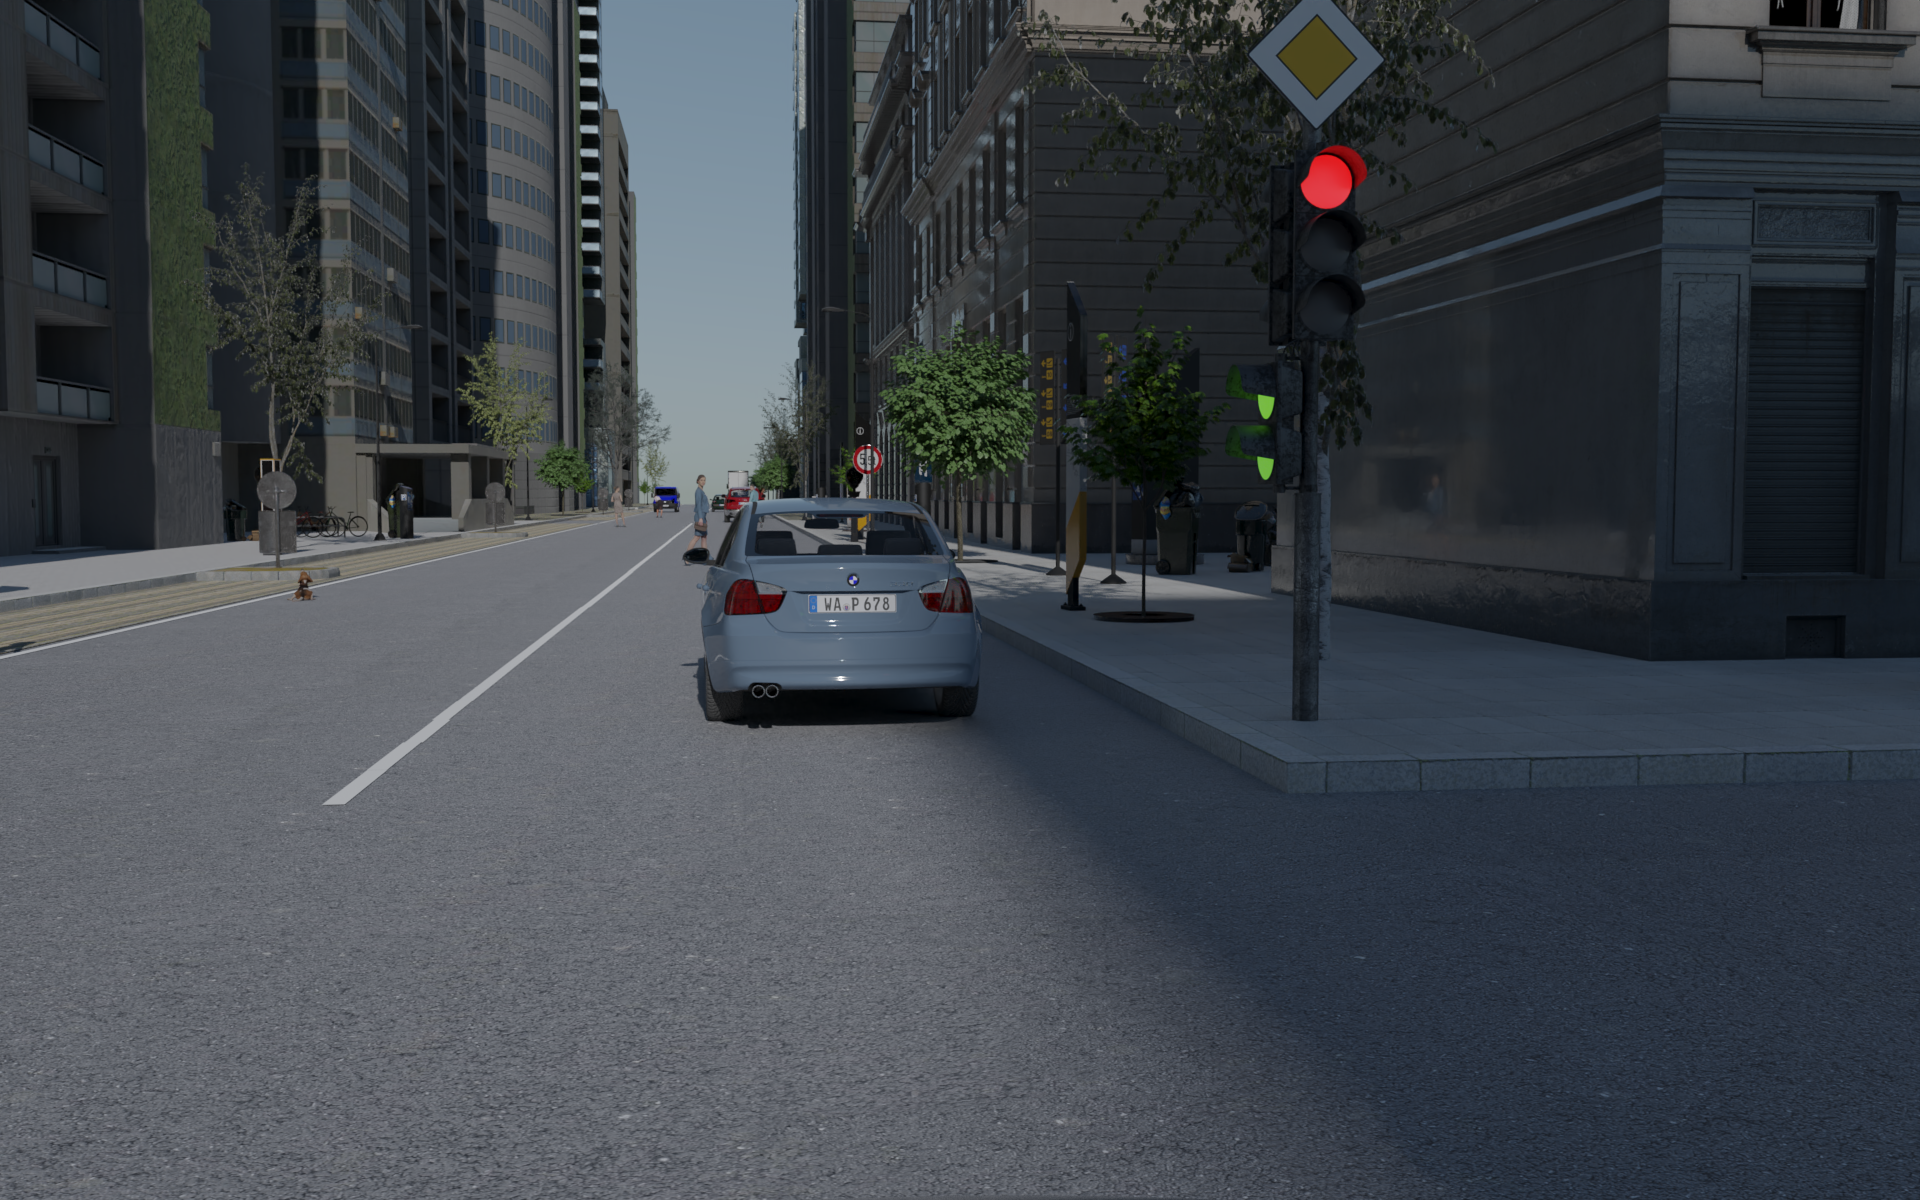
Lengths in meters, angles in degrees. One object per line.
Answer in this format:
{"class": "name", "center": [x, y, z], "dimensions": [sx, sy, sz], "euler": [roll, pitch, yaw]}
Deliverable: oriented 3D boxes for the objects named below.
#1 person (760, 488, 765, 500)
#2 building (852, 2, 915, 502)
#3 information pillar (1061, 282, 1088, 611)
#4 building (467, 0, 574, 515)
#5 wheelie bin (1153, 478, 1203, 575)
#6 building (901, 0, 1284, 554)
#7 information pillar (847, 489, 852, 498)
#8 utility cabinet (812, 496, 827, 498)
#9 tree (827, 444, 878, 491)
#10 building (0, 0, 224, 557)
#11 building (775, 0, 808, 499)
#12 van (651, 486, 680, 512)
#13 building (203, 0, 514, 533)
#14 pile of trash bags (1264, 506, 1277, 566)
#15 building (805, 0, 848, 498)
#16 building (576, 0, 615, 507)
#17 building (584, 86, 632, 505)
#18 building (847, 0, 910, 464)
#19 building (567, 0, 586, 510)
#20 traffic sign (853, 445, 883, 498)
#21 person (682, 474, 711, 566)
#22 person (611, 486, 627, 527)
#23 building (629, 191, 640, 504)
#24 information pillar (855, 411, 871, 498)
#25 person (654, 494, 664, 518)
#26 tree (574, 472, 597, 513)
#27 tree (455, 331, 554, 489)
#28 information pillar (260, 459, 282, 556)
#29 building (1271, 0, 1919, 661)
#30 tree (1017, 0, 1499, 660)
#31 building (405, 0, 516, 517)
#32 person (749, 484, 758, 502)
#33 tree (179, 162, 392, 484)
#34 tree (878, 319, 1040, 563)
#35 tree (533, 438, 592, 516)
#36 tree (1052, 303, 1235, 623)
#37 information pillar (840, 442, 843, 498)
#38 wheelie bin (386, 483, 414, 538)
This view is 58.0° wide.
{"class": "person", "center": [-12.066, -5.975, 106.131], "dimensions": [0.705, 1.831, 1.348], "euler": [0, 4, -1]}
{"class": "building", "center": [2.918, -14.184, 73.713], "dimensions": [13.314, 21.916, 24.055], "euler": [0, 4, -8]}
{"class": "information pillar", "center": [1.274, -1.691, 19.003], "dimensions": [0.183, 3.616, 0.504], "euler": [-1, 4, -14]}
{"class": "building", "center": [-38.005, -35.058, 115.191], "dimensions": [21.231, 58.520, 28.212], "euler": [0, 4, -8]}
{"class": "wheelie bin", "center": [3.501, -1.210, 27.687], "dimensions": [0.693, 1.594, 0.980], "euler": [1, 4, 20]}
{"class": "building", "center": [5.526, -15.403, 49.099], "dimensions": [12.463, 27.353, 25.104], "euler": [0, 4, -8]}
{"class": "information pillar", "center": [-4.027, -3.698, 64.954], "dimensions": [0.304, 2.012, 0.304], "euler": [3, 5, 41]}
{"class": "utility cabinet", "center": [-5.558, -3.508, 68.511], "dimensions": [0.306, 1.237, 1.020], "euler": [1, 4, 13]}
{"class": "tree", "center": [-3.438, -3.958, 59.316], "dimensions": [1.663, 3.219, 1.824], "euler": [0, 3, 0]}
{"class": "building", "center": [-25.176, -21.555, 36.025], "dimensions": [14.154, 41.232, 14.086], "euler": [0, 4, -8]}
{"class": "building", "center": [-12.879, -55.931, 227.138], "dimensions": [22.319, 86.520, 31.000], "euler": [0, 4, -8]}
{"class": "van", "center": [-23.218, -8.113, 137.034], "dimensions": [2.240, 2.365, 5.245], "euler": [0, 4, -7]}
{"class": "building", "center": [-33.681, -22.647, 62.154], "dimensions": [32.217, 40.220, 23.993], "euler": [0, 4, -8]}
{"class": "pile of trash bags", "center": [7.075, -1.267, 30.471], "dimensions": [3.447, 1.369, 1.912], "euler": [0, 4, 7]}
{"class": "building", "center": [-2.344, -36.857, 144.618], "dimensions": [21.231, 58.520, 28.212], "euler": [0, 4, -8]}
{"class": "building", "center": [-47.389, -53.056, 180.138], "dimensions": [22.319, 86.520, 31.000], "euler": [0, 4, -8]}
{"class": "building", "center": [-50.889, -35.695, 207.314], "dimensions": [21.300, 48.544, 21.600], "euler": [0, 4, -8]}
{"class": "building", "center": [0.689, -25.186, 95.380], "dimensions": [14.154, 41.232, 14.086], "euler": [0, 4, -8]}
{"class": "building", "center": [-37.581, -27.735, 137.069], "dimensions": [14.154, 41.232, 14.086], "euler": [0, 4, -8]}
{"class": "traffic sign", "center": [-2.387, -2.737, 44.861], "dimensions": [0.768, 2.556, 0.104], "euler": [0, 4, -4]}
{"class": "person", "center": [-5.222, -1.596, 34.610], "dimensions": [0.654, 1.822, 0.581], "euler": [1, 4, 14]}
{"class": "person", "center": [-14.737, -4.037, 74.842], "dimensions": [0.599, 1.781, 0.374], "euler": [1, 4, 15]}
{"class": "building", "center": [-49.632, -33.209, 226.556], "dimensions": [14.154, 41.232, 14.086], "euler": [0, 4, -8]}
{"class": "information pillar", "center": [-2.746, -3.523, 48.959], "dimensions": [0.504, 3.616, 0.183], "euler": [-1, 4, -16]}
{"class": "person", "center": [-18.298, -5.707, 105.006], "dimensions": [0.799, 1.438, 0.628], "euler": [1, 4, 18]}
{"class": "tree", "center": [-26.158, -7.637, 119.466], "dimensions": [1.663, 3.219, 1.824], "euler": [0, 3, 0]}
{"class": "tree", "center": [-20.856, -7.899, 79.518], "dimensions": [4.737, 8.622, 4.395], "euler": [0, 3, 0]}
{"class": "information pillar", "center": [-14.408, -1.942, 36.248], "dimensions": [0.304, 2.012, 0.304], "euler": [0, 4, 5]}
{"class": "building", "center": [13.509, -10.354, 18.439], "dimensions": [18.267, 20.994, 9.793], "euler": [0, 4, -8]}
{"class": "tree", "center": [2.567, -3.839, 13.125], "dimensions": [4.360, 8.622, 3.978], "euler": [0, 3, 0]}
{"class": "building", "center": [-34.814, -39.902, 90.647], "dimensions": [20.563, 71.187, 20.611], "euler": [0, 4, -8]}
{"class": "person", "center": [-8.699, -3.968, 73.244], "dimensions": [0.748, 1.841, 0.638], "euler": [3, 5, 40]}
{"class": "tree", "center": [-15.387, -5.454, 39.543], "dimensions": [4.360, 8.622, 3.978], "euler": [0, 3, 0]}
{"class": "tree", "center": [0.036, -2.996, 32.704], "dimensions": [4.285, 4.588, 4.351], "euler": [0, 3, 0]}
{"class": "tree", "center": [-23.356, -7.237, 102.031], "dimensions": [4.285, 4.588, 4.351], "euler": [0, 3, 0]}
{"class": "tree", "center": [1.870, -1.417, 17.776], "dimensions": [1.663, 3.219, 1.824], "euler": [0, 3, 0]}
{"class": "information pillar", "center": [-5.321, -5.290, 77.841], "dimensions": [0.183, 3.616, 0.504], "euler": [-1, 4, -10]}
{"class": "wheelie bin", "center": [-16.436, -2.628, 50.884], "dimensions": [0.693, 1.594, 0.980], "euler": [0, 4, -4]}
